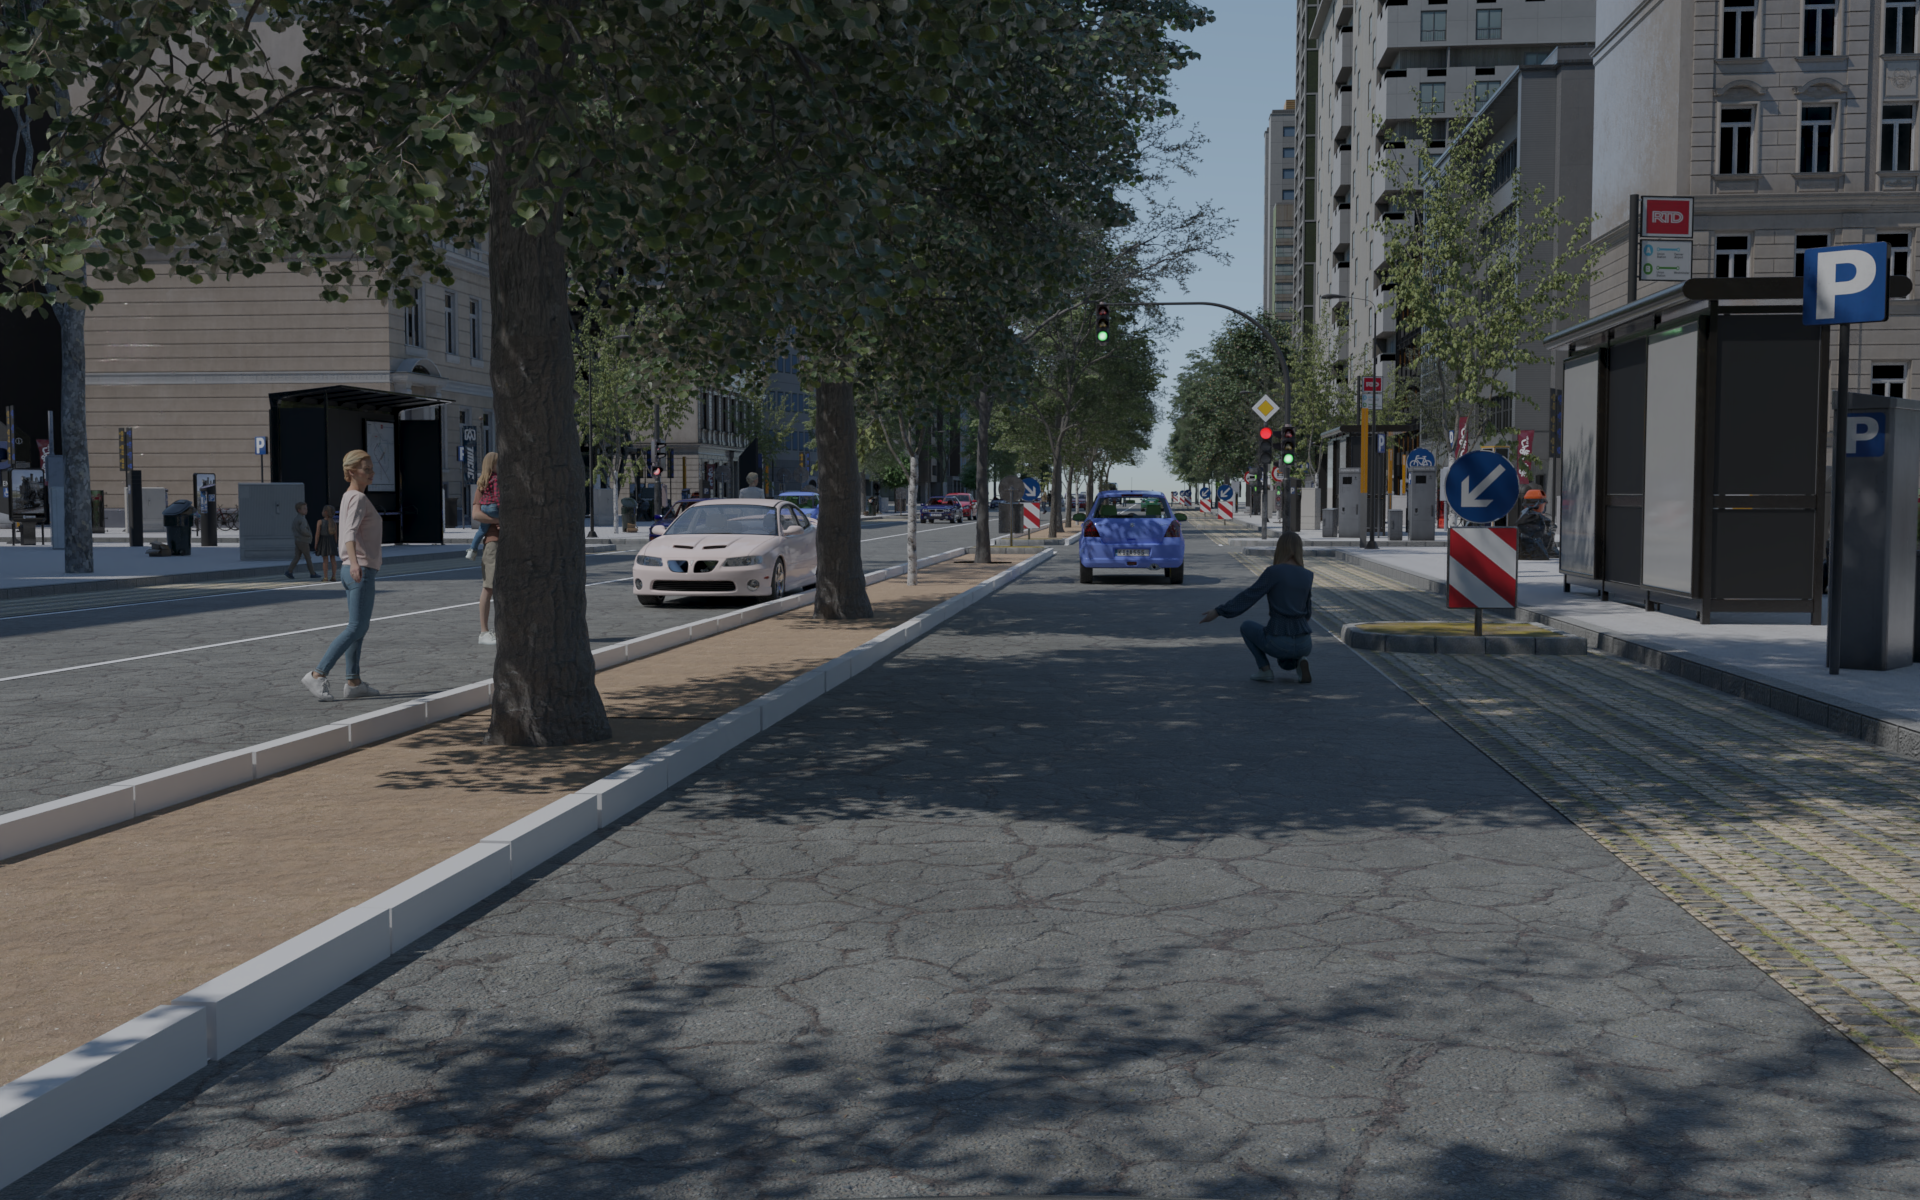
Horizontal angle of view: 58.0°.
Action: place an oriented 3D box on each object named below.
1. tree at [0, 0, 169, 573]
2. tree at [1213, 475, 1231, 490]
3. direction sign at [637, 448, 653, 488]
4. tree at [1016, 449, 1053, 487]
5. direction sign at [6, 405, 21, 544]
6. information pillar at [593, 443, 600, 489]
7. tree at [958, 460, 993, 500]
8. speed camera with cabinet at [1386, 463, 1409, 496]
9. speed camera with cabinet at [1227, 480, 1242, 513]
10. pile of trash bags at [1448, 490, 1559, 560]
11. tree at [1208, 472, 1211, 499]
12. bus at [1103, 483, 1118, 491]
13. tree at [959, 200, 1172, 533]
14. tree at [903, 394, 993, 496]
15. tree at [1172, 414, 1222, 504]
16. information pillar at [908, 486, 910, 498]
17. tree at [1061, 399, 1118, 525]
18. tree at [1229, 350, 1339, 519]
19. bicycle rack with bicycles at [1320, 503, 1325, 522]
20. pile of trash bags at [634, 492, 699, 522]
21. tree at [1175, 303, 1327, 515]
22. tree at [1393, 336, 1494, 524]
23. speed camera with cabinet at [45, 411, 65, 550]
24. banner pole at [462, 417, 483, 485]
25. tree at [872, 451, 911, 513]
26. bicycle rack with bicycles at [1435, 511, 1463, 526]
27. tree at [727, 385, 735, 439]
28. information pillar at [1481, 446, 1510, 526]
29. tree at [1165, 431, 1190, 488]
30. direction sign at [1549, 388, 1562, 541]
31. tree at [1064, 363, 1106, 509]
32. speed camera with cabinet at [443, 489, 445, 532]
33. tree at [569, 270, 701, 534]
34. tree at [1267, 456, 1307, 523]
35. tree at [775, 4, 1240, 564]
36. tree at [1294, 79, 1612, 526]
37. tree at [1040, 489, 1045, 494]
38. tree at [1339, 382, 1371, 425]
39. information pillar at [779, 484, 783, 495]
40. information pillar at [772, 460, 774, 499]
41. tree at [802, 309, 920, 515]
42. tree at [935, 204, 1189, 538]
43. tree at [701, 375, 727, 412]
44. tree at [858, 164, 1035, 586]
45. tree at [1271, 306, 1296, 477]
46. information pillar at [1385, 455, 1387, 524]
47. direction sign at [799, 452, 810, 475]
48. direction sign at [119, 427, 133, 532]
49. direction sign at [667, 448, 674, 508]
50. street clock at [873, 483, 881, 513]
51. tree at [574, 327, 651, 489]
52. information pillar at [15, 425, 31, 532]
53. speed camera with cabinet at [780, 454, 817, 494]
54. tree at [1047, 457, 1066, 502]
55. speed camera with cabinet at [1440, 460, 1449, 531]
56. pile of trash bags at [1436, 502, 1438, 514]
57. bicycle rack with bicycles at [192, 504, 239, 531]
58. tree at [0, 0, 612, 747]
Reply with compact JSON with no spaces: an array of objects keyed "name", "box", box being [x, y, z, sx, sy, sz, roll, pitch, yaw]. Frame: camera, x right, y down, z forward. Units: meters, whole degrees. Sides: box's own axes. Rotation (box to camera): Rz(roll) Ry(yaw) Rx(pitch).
[{"name":"tree","box":[-13.544,-10.579,28.859,12.611,20.169,13.585,0,3,0]},{"name":"tree","box":[21.512,-8.896,140.043,1.663,3.219,1.824,0,3,0]},{"name":"direction sign","box":[-15.639,-5.752,86.044,0.876,3.537,0.379,-3,4,-37]},{"name":"tree","box":[9.630,-19.955,243.278,9.611,12.733,9.660,0,3,0]},{"name":"direction sign","box":[-24.418,-3.219,44.628,0.379,3.537,0.876,-3,5,-39]},{"name":"information pillar","box":[-15.123,-4.943,72.177,0.183,3.616,0.504,1,4,14]},{"name":"tree","box":[1.480,-11.195,166.747,4.285,4.588,4.351,0,3,0]},{"name":"speed camera with cabinet","box":[26.473,-6.799,105.495,2.038,3.252,0.660,1,4,12]},{"name":"speed camera with cabinet","box":[18.522,-7.494,116.866,0.660,3.252,2.038,1,4,21]},{"name":"pile of trash bags","box":[11.238,-1.542,34.961,1.912,1.369,3.447,2,4,31]},{"name":"tree","box":[25.923,-15.088,181.096,7.601,10.594,8.767,2,4,27]},{"name":"bus","box":[23.292,-16.869,270.672,2.948,3.499,13.247,0,4,7]},{"name":"tree","box":[3.673,-8.729,63.299,7.486,12.596,7.792,0,3,0]},{"name":"tree","box":[-1.311,-13.034,138.867,9.928,11.665,9.643,0,3,0]},{"name":"tree","box":[29.561,-18.295,217.245,7.486,12.596,7.792,0,3,0]},{"name":"information pillar","box":[-3.477,-7.955,121.424,0.183,3.616,0.504,2,4,30]},{"name":"tree","box":[5.367,-7.711,78.891,4.360,8.622,3.978,0,3,0]},{"name":"tree","box":[15.995,-8.402,87.742,4.360,8.622,3.978,0,3,0]},{"name":"bicycle rack with bicycles","box":[14.926,-3.371,68.492,2.852,0.926,2.925,2,4,30]},{"name":"pile of trash bags","box":[-13.760,-4.377,81.312,3.447,1.369,1.912,0,4,-8]},{"name":"tree","box":[17.829,-11.458,104.345,9.611,12.733,9.660,0,3,0]},{"name":"tree","box":[20.930,-7.636,75.217,4.360,8.622,3.978,0,3,0]},{"name":"speed camera with cabinet","box":[-21.137,-2.841,40.786,0.660,3.252,2.038,-2,4,-29]},{"name":"banner pole","box":[-15.622,-4.026,55.839,0.863,3.779,0.401,-3,5,-41]},{"name":"tree","box":[-4.408,-8.190,117.620,4.285,4.588,4.351,0,3,0]},{"name":"bicycle rack with bicycles","box":[19.404,-3.292,67.206,2.852,0.926,2.925,0,4,2]},{"name":"tree","box":[-11.403,-9.099,99.129,4.737,8.622,4.395,0,3,0]},{"name":"information pillar","box":[8.227,-1.357,26.674,0.304,2.012,0.304,-1,4,-23]},{"name":"tree","box":[33.175,-19.794,249.380,9.928,11.665,9.643,0,3,0]},{"name":"direction sign","box":[12.825,-2.775,37.368,0.379,3.537,0.876,2,4,33]},{"name":"tree","box":[5.220,-8.055,84.520,4.737,8.622,4.395,0,3,0]},{"name":"speed camera with cabinet","box":[-17.883,-3.836,57.052,0.660,3.252,2.038,2,4,24]},{"name":"tree","box":[-11.410,-6.461,55.995,4.737,8.622,4.395,0,3,0]},{"name":"tree","box":[14.428,-4.990,76.188,1.663,3.219,1.824,0,3,0]},{"name":"tree","box":[0.453,-7.495,35.373,12.009,13.543,11.850,0,3,0]},{"name":"tree","box":[9.079,-4.941,31.148,4.737,8.622,4.395,0,3,0]},{"name":"tree","box":[11.958,-16.139,258.470,1.663,3.219,1.824,0,3,0]},{"name":"tree","box":[25.248,-9.884,111.965,4.360,8.622,3.978,0,3,0]},{"name":"information pillar","box":[-12.814,-7.365,124.909,0.304,2.012,0.304,-3,5,-40]},{"name":"information pillar","box":[-12.659,-7.700,117.250,0.183,3.616,0.504,0,4,-5]},{"name":"tree","box":[-5.973,-11.503,106.201,7.486,12.596,7.792,0,3,0]},{"name":"tree","box":[2.952,-7.272,55.763,8.767,10.594,7.601,0,4,6]},{"name":"tree","box":[-10.751,-6.784,61.285,4.737,8.622,4.395,0,3,0]},{"name":"tree","box":[-0.756,-4.533,26.942,4.737,8.622,4.395,0,3,0]},{"name":"tree","box":[13.466,-6.990,64.652,4.737,8.622,4.395,0,3,0]},{"name":"information pillar","box":[18.364,-5.137,75.346,0.504,3.616,0.183,-3,4,-36]},{"name":"direction sign","box":[-8.311,-6.152,92.580,0.379,3.537,0.876,-3,5,-42]},{"name":"direction sign","box":[-28.408,-4.101,59.045,0.876,3.537,0.379,3,4,38]},{"name":"direction sign","box":[-14.354,-5.745,85.932,0.379,3.537,0.876,1,4,10]},{"name":"street clock","box":[-5.409,-6.645,113.220,0.471,2.002,0.358,3,5,41]},{"name":"tree","box":[-15.653,-7.737,76.865,4.360,8.622,3.978,0,3,0]},{"name":"information pillar","box":[-31.467,-4.086,58.153,0.504,3.616,0.183,-2,4,-28]},{"name":"speed camera with cabinet","box":[-7.968,-5.577,85.516,0.660,3.252,2.038,3,5,41]},{"name":"tree","box":[13.859,-21.389,275.471,9.928,11.665,9.643,0,3,0]},{"name":"speed camera with cabinet","box":[17.322,-3.948,58.882,0.660,3.252,2.038,-2,4,-35]},{"name":"pile of trash bags","box":[23.311,-4.587,84.751,3.447,1.369,1.912,0,4,-7]},{"name":"bicycle rack with bicycles","box":[-25.882,-2.912,60.999,2.925,0.926,2.852,-2,4,-33]},{"name":"tree","box":[-2.384,-6.142,9.532,9.857,13.997,8.962,0,3,0]}]
